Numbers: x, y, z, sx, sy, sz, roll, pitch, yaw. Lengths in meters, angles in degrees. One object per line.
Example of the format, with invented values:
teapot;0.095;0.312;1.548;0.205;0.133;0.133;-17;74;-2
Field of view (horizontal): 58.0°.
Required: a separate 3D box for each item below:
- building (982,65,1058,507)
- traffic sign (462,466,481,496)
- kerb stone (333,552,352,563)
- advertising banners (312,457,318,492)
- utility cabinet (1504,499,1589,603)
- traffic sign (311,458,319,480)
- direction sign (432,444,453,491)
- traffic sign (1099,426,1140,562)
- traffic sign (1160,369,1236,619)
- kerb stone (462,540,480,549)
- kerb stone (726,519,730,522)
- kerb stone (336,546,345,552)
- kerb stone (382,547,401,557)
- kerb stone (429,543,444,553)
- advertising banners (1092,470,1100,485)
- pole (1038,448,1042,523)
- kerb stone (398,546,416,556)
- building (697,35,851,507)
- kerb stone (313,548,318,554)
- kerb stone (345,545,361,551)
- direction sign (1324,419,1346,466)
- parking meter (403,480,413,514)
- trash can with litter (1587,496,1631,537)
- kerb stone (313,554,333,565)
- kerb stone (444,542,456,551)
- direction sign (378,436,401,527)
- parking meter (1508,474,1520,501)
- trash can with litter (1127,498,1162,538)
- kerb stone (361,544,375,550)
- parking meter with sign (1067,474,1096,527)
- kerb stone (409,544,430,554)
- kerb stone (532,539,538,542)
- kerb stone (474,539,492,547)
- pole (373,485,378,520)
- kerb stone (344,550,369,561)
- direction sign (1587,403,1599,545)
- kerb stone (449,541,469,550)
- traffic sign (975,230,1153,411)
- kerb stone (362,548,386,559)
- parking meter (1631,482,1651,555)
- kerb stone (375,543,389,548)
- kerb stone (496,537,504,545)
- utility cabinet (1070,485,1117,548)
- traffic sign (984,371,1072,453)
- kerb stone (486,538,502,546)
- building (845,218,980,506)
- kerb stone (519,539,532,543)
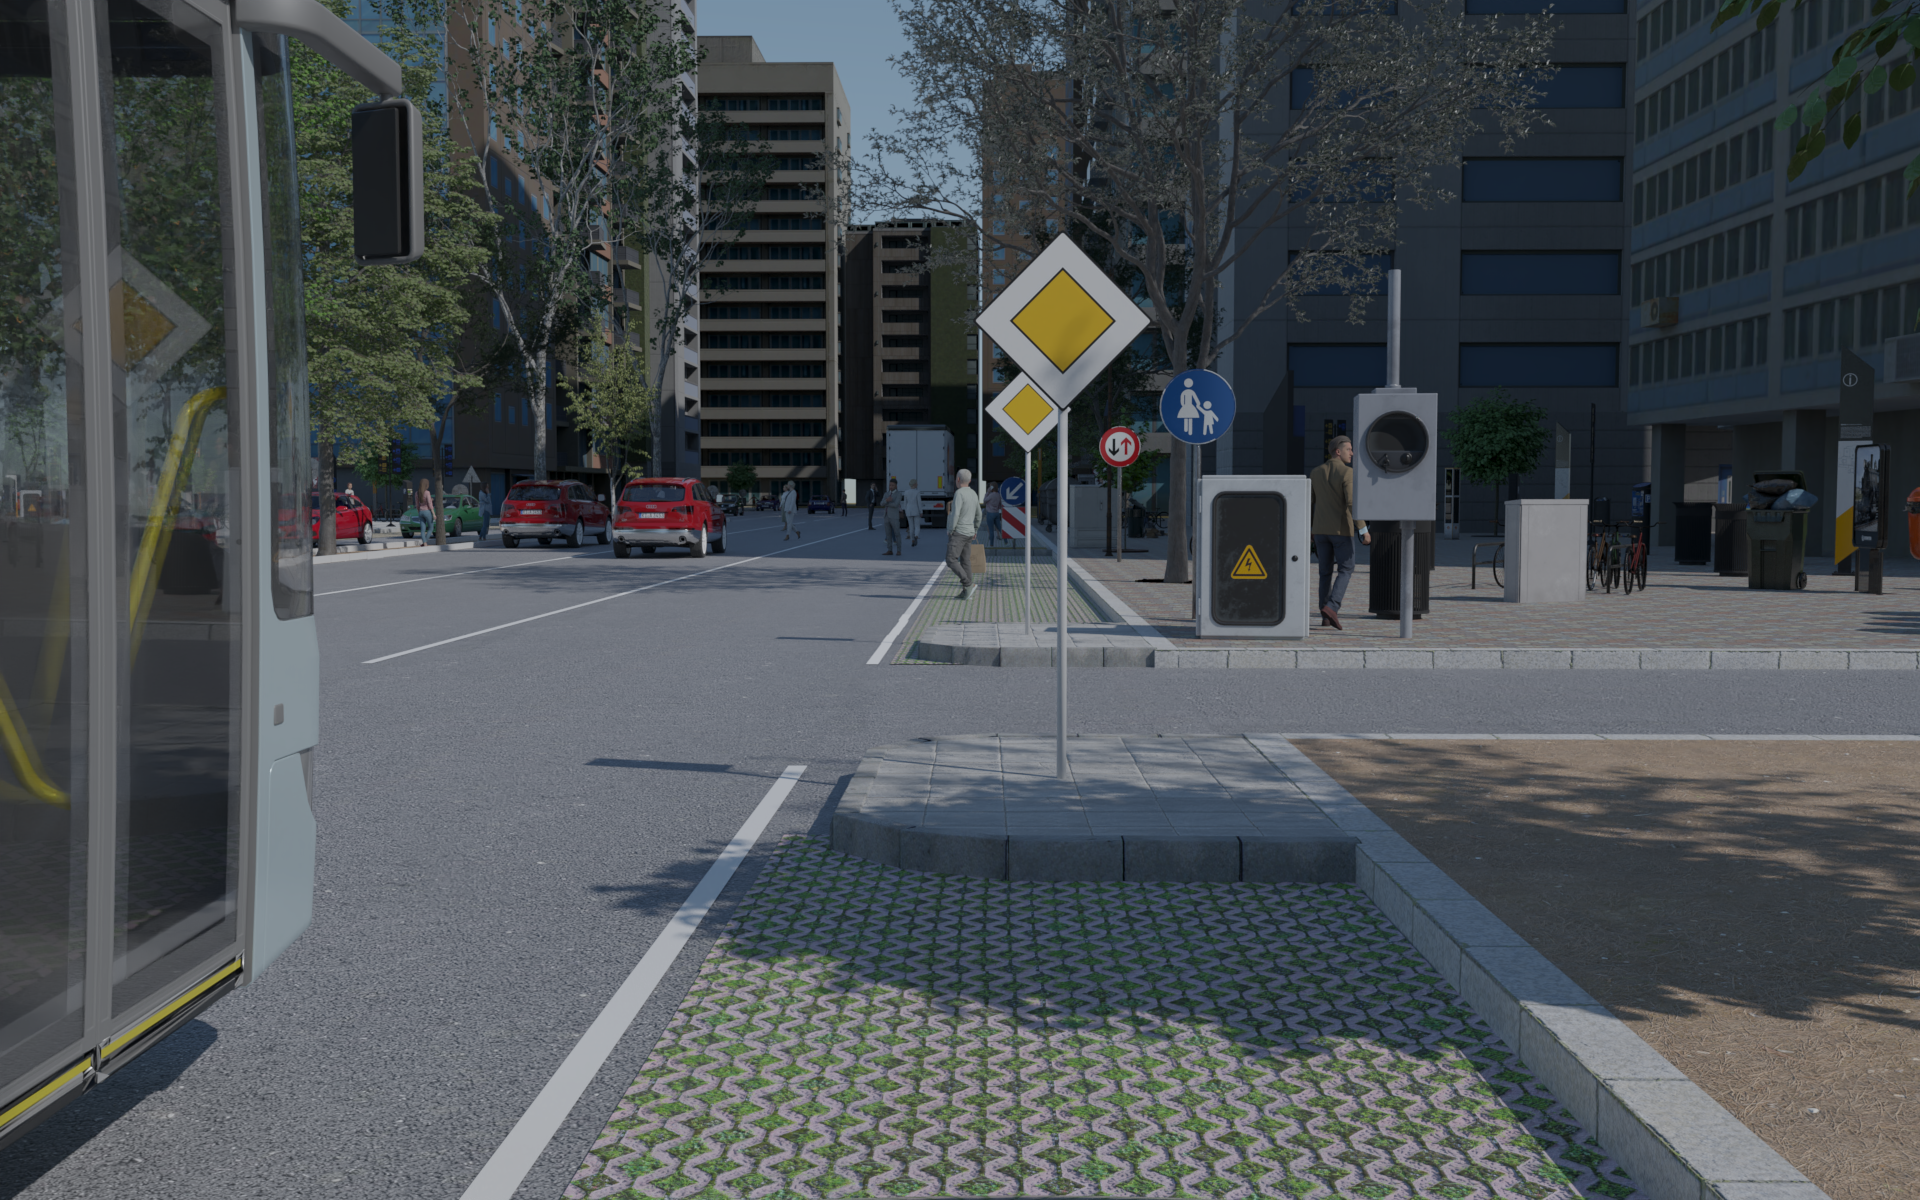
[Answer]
building;9.489;-32.648;183.905;14.200;45.320;14.600;0;4;1
traffic sign;-22.248;-4.823;78.863;0.884;2.594;0.081;0;4;8
kerb stone;-13.144;-0.877;36.571;0.120;0.150;1.000;0;4;1
advertising banners;-31.276;-5.296;82.774;2.074;3.025;0.090;2;4;34
utility cabinet;6.992;-0.583;20.687;1.020;1.237;0.306;-1;4;-23
traffic sign;-22.744;-3.702;60.627;0.768;2.556;0.104;0;4;3
direction sign;-23.540;-5.311;78.837;0.876;3.537;0.379;-1;4;-16
traffic sign;3.006;-1.988;32.612;0.768;2.556;0.104;0;4;4
traffic sign;2.424;-1.077;17.719;0.768;2.556;0.104;1;4;8
kerb stone;-12.963;-1.439;45.784;0.120;0.150;1.000;0;4;1
kerb stone;-12.074;-4.138;89.853;0.120;0.150;1.000;0;4;1
kerb stone;-15.136;-1.192;41.747;0.120;0.150;1.000;0;4;1
kerb stone;-13.079;-1.067;39.637;0.120;0.150;1.000;0;4;1
kerb stone;-13.017;-1.253;42.705;0.120;0.150;1.000;0;4;1
advertising banners;6.401;-5.765;90.445;2.074;3.025;0.090;1;4;20
pole;3.548;-5.078;76.875;0.158;3.312;0.155;0;3;0
kerb stone;-13.058;-1.126;40.660;0.120;0.150;1.000;0;4;1
building;-23.115;-34.489;187.598;21.600;48.544;21.300;0;4;1
kerb stone;-15.156;-1.133;40.717;0.120;0.150;1.000;0;4;1
kerb stone;-15.112;-1.259;42.774;0.120;0.150;1.000;0;4;1
direction sign;11.388;-3.711;52.677;0.876;3.537;0.379;-2;4;-31
parking meter;-22.840;-4.033;71.655;0.399;1.863;0.255;3;5;43
trash can with litter;19.364;-2.472;51.468;1.678;1.210;2.233;-3;4;-37
kerb stone;-13.165;-0.814;35.544;0.120;0.150;1.000;0;4;1
kerb stone;-13.001;-1.312;43.737;0.120;0.150;1.000;0;4;1
direction sign;-22.356;-4.645;67.935;0.876;3.537;0.379;0;4;-6
parking meter;15.831;-2.679;49.514;0.255;1.863;0.399;2;4;28
trash can with litter;5.375;-2.396;50.557;1.055;1.170;0.624;2;4;26
kerb stone;-15.095;-1.322;43.805;0.120;0.150;1.000;0;4;1
parking meter with sign;4.917;-4.354;67.449;1.738;3.016;0.543;0;4;3
kerb stone;-13.036;-1.186;41.682;0.120;0.150;1.000;0;4;1
kerb stone;-12.826;-1.819;51.937;0.120;0.150;1.000;0;4;1
kerb stone;-12.929;-1.505;46.806;0.120;0.150;1.000;0;4;1
pole;-28.747;-5.581;85.097;0.158;3.312;0.155;0;3;0
kerb stone;-13.121;-0.936;37.594;0.120;0.150;1.000;0;4;1
direction sign;15.859;-3.147;43.455;0.379;3.537;0.876;2;4;25
kerb stone;-12.978;-1.374;44.762;0.120;0.150;1.000;0;4;1
traffic sign;0.475;-0.339;7.725;0.795;2.593;0.064;0;4;1
kerb stone;-13.091;-1.004;38.615;0.120;0.150;1.000;0;4;1
parking meter;14.322;-1.713;36.421;0.372;1.533;0.369;0;3;0
kerb stone;-15.076;-1.384;44.827;0.120;0.150;1.000;0;4;1
kerb stone;-12.894;-1.629;48.867;0.120;0.150;1.000;0;4;1
utility cabinet;3.208;-1.986;41.156;1.173;1.500;0.318;-1;4;-20
traffic sign;0.634;-0.827;15.709;0.795;2.593;0.064;0;4;1
kerb stone;-12.911;-1.568;47.832;0.120;0.150;1.000;0;4;1
building;-4.942;-25.238;184.335;14.107;30.474;14.160;0;4;1
kerb stone;-12.854;-1.755;50.915;0.120;0.150;1.000;0;4;1
